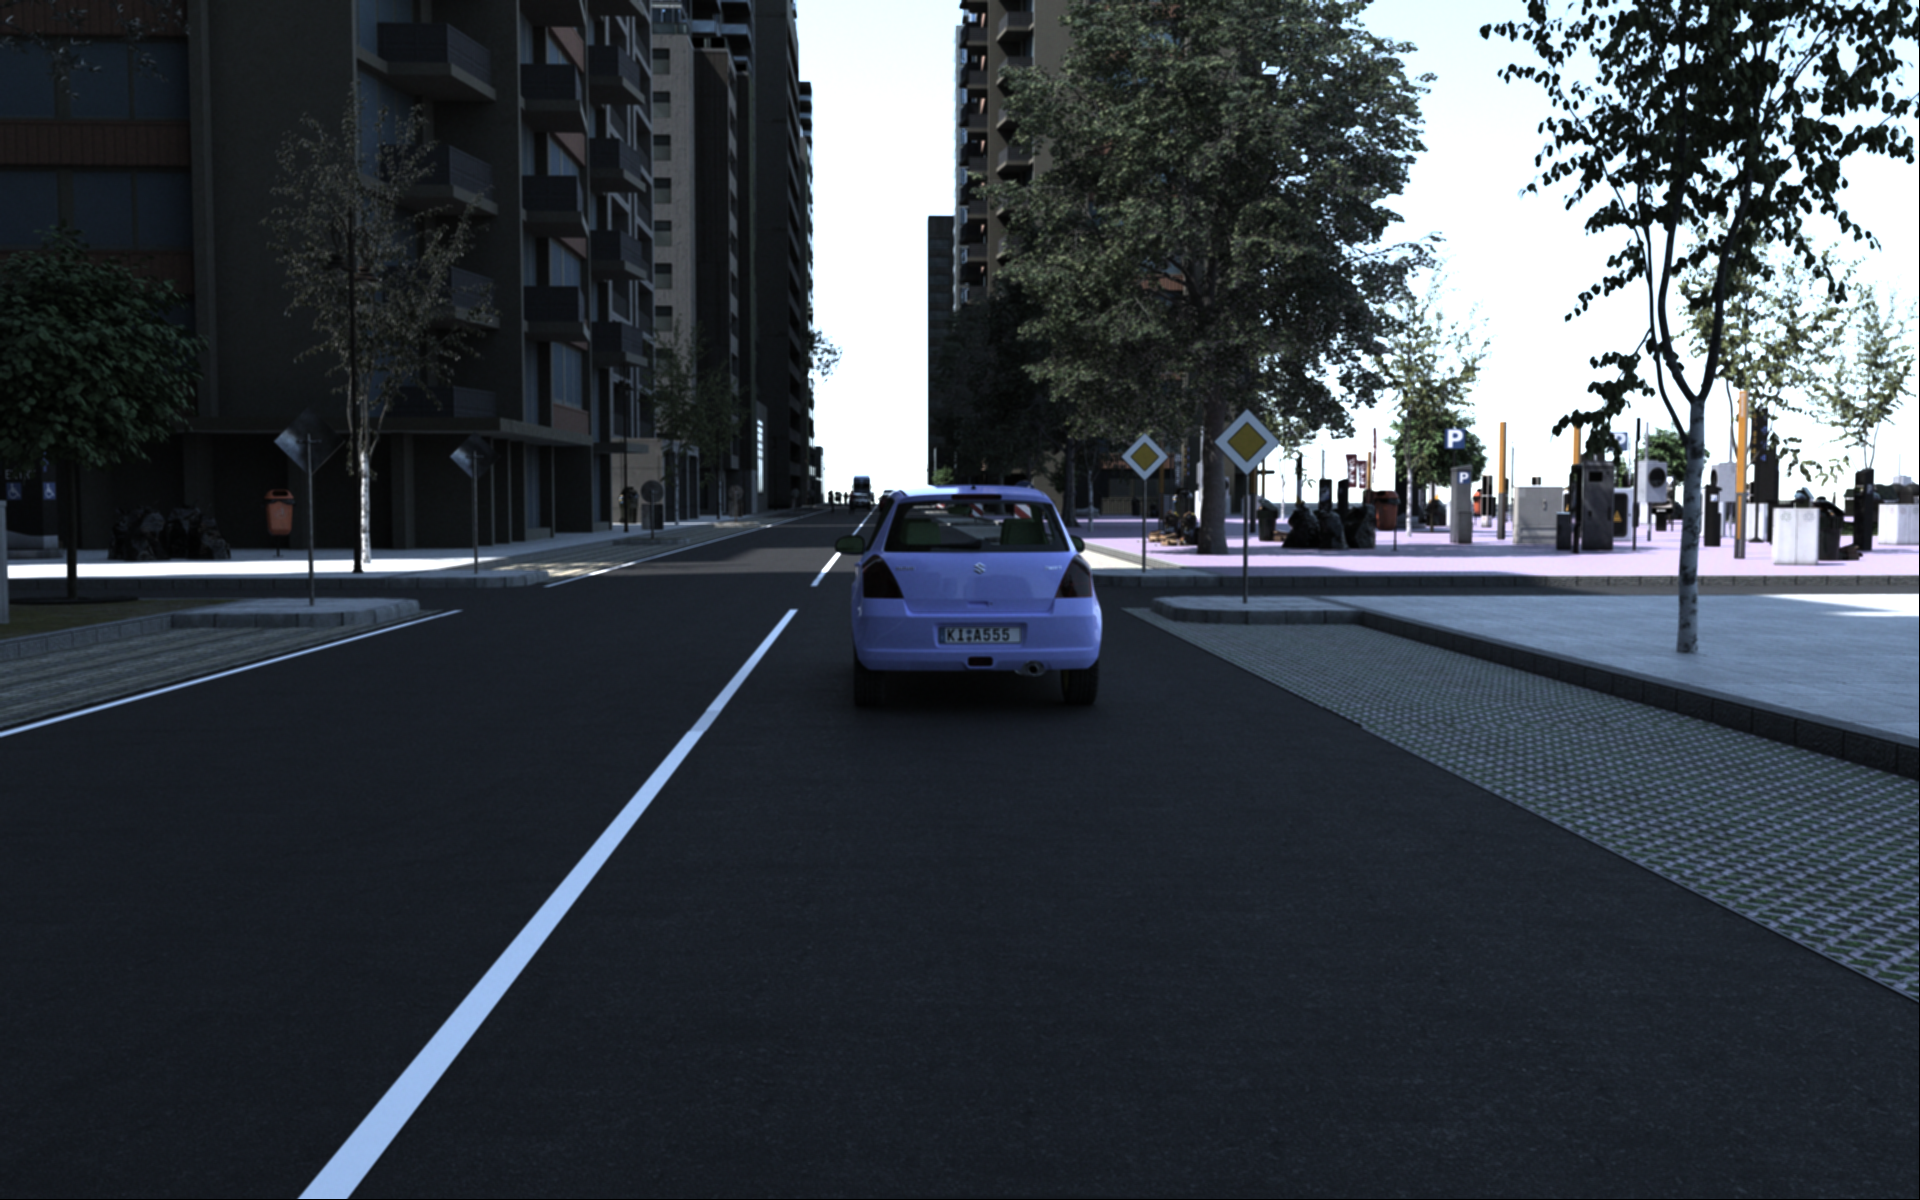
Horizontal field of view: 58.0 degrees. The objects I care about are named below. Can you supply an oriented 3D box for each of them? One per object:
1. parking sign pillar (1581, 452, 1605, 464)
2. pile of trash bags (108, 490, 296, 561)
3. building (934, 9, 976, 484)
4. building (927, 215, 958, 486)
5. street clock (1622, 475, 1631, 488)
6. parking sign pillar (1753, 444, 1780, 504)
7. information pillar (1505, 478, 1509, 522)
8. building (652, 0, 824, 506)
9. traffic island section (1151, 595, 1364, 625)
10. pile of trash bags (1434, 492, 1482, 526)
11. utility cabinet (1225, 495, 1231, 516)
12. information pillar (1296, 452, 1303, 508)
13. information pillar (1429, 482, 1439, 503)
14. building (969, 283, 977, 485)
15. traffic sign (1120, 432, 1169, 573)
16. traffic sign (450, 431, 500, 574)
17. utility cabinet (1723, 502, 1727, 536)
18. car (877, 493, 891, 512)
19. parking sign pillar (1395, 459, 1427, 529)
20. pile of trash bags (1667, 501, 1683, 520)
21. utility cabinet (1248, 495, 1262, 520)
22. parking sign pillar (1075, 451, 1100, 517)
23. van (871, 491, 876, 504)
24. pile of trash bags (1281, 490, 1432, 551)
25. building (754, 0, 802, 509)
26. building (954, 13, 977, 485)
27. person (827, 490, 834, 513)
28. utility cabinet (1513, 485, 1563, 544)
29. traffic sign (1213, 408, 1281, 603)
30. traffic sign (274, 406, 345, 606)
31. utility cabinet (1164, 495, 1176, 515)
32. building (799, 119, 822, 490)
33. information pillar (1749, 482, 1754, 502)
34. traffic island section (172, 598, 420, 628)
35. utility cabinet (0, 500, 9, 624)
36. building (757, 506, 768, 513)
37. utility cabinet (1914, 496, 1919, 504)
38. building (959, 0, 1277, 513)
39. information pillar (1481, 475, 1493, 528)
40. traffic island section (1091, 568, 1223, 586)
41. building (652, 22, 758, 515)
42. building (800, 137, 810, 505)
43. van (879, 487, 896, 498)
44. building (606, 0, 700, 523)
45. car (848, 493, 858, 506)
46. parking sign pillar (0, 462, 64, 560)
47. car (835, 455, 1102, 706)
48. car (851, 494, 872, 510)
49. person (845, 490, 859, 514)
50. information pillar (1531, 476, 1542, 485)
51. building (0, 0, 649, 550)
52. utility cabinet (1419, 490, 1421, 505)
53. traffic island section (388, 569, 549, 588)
[{"bbox_3d":[31.048,-5.914,85.161,1.447,3.967,1.447,3,4,38],"label":"parking sign pillar"},{"bbox_3d":[-15.032,-1.510,34.443,3.447,1.369,1.912,-2,4,-30],"label":"pile of trash bags"},{"bbox_3d":[8.051,-56.235,232.113,22.319,86.520,31.000,0,4,-2],"label":"building"},{"bbox_3d":[2.153,-34.995,255.766,14.154,41.232,14.086,0,4,-2],"label":"building"},{"bbox_3d":[25.208,-3.729,65.537,0.358,2.002,0.471,0,4,7],"label":"street clock"},{"bbox_3d":[43.556,-6.426,93.541,1.447,3.967,1.447,-2,4,-26],"label":"parking sign pillar"},{"bbox_3d":[24.942,-4.581,79.398,0.304,2.012,0.304,-2,4,-34],"label":"information pillar"},{"bbox_3d":[-30.315,-56.950,243.796,22.319,86.520,31.000,0,4,-2],"label":"building"},{"bbox_3d":[3.368,0.118,20.347,2.009,0.180,2.903,0,4,-2],"label":"traffic island section"},{"bbox_3d":[19.869,-3.695,70.158,3.447,1.369,1.912,-1,4,-20],"label":"pile of trash bags"},{"bbox_3d":[15.556,-5.602,102.761,1.020,1.237,0.306,-2,4,-24],"label":"utility cabinet"},{"bbox_3d":[19.043,-6.471,97.148,0.183,3.616,0.504,-1,4,-23],"label":"information pillar"},{"bbox_3d":[25.281,-6.179,92.379,0.504,3.616,0.183,1,4,22],"label":"information pillar"},{"bbox_3d":[7.669,-23.232,151.550,14.160,30.474,14.107,0,4,-2],"label":"building"},{"bbox_3d":[3.004,-1.505,28.247,0.795,2.450,0.064,0,4,-2],"label":"traffic sign"},{"bbox_3d":[-7.781,-1.478,27.809,0.795,2.450,0.064,0,4,-2],"label":"traffic sign"},{"bbox_3d":[22.986,-2.568,53.142,0.306,1.237,1.020,-2,4,-30],"label":"utility cabinet"},{"bbox_3d":[-5.758,-8.145,142.210,2.155,1.783,4.494,0,4,-2],"label":"car"},{"bbox_3d":[16.721,-4.668,64.798,1.447,3.967,1.447,-1,4,-8],"label":"parking sign pillar"},{"bbox_3d":[35.652,-4.645,85.692,3.447,1.369,1.912,-1,4,-14],"label":"pile of trash bags"},{"bbox_3d":[14.654,-4.619,86.676,1.020,1.237,0.306,-2,4,-35],"label":"utility cabinet"},{"bbox_3d":[7.079,-6.611,96.569,1.447,3.967,1.447,-1,4,-9],"label":"parking sign pillar"},{"bbox_3d":[-13.583,-15.417,259.073,2.013,2.044,4.112,0,4,-4],"label":"van"},{"bbox_3d":[9.105,-1.886,40.596,1.912,1.369,3.447,-2,4,-25],"label":"pile of trash bags"},{"bbox_3d":[-25.838,-32.719,158.653,21.300,48.544,21.600,0,4,-2],"label":"building"},{"bbox_3d":[10.033,-44.628,167.915,20.563,71.187,20.611,0,4,-2],"label":"building"},{"bbox_3d":[-10.112,-7.687,134.714,0.750,1.759,0.617,1,4,14],"label":"person"},{"bbox_3d":[14.597,-2.144,43.732,1.173,1.500,0.318,0,4,-6],"label":"utility cabinet"},{"bbox_3d":[3.345,-1.017,20.269,0.795,2.450,0.064,0,4,-2],"label":"traffic sign"},{"bbox_3d":[-7.441,-0.990,19.831,0.795,2.450,0.064,0,4,-2],"label":"traffic sign"},{"bbox_3d":[11.942,-5.383,99.167,1.020,1.237,0.306,2,4,35],"label":"utility cabinet"},{"bbox_3d":[-29.471,-36.371,214.277,23.786,49.044,30.456,0,4,-2],"label":"building"},{"bbox_3d":[46.387,-5.930,101.441,0.304,2.012,0.304,1,4,21],"label":"information pillar"},{"bbox_3d":[-7.464,0.146,19.892,2.009,0.180,2.903,0,4,-2],"label":"traffic island section"},{"bbox_3d":[-9.842,-0.382,17.410,0.306,1.237,1.020,-3,5,-39],"label":"utility cabinet"},{"bbox_3d":[-25.711,-50.064,131.224,22.319,86.520,31.000,0,4,-2],"label":"building"},{"bbox_3d":[33.917,-3.068,61.325,0.306,1.237,1.020,2,4,30],"label":"utility cabinet"},{"bbox_3d":[11.229,-29.063,129.798,22.147,44.769,28.867,0,4,-2],"label":"building"},{"bbox_3d":[20.204,-3.786,66.399,0.304,2.012,0.304,-2,4,-35],"label":"information pillar"},{"bbox_3d":[3.028,-0.370,28.325,2.009,0.180,2.903,0,4,-2],"label":"traffic island section"},{"bbox_3d":[-20.551,-20.694,110.050,14.160,30.474,14.107,0,4,-2],"label":"building"},{"bbox_3d":[-24.158,-31.125,192.492,14.154,41.232,14.086,0,4,-2],"label":"building"},{"bbox_3d":[-6.143,-8.936,153.116,2.013,2.044,4.112,0,4,-3],"label":"van"},{"bbox_3d":[-23.630,-39.464,83.492,20.563,71.187,20.611,0,4,-2],"label":"building"},{"bbox_3d":[-11.583,-11.261,193.713,1.945,1.707,3.694,0,4,-1],"label":"car"},{"bbox_3d":[-18.714,-2.814,34.479,1.447,3.967,1.447,1,4,11],"label":"parking sign pillar"},{"bbox_3d":[0.024,-0.212,13.060,1.945,1.707,3.694,0,4,-4],"label":"car"},{"bbox_3d":[-9.027,-9.052,157.779,2.009,1.686,4.222,0,4,-1],"label":"car"},{"bbox_3d":[-7.956,-7.174,126.515,1.217,1.743,0.721,-1,4,-22],"label":"person"},{"bbox_3d":[23.873,-4.115,71.778,0.304,2.012,0.304,-3,4,-36],"label":"information pillar"},{"bbox_3d":[-21.643,-24.284,51.675,22.147,44.769,28.867,0,4,-2],"label":"building"},{"bbox_3d":[22.418,-4.754,86.411,0.318,1.500,1.173,-3,4,-38],"label":"utility cabinet"},{"bbox_3d":[-7.804,-0.342,27.870,2.009,0.180,2.903,0,4,-2],"label":"traffic island section"}]
